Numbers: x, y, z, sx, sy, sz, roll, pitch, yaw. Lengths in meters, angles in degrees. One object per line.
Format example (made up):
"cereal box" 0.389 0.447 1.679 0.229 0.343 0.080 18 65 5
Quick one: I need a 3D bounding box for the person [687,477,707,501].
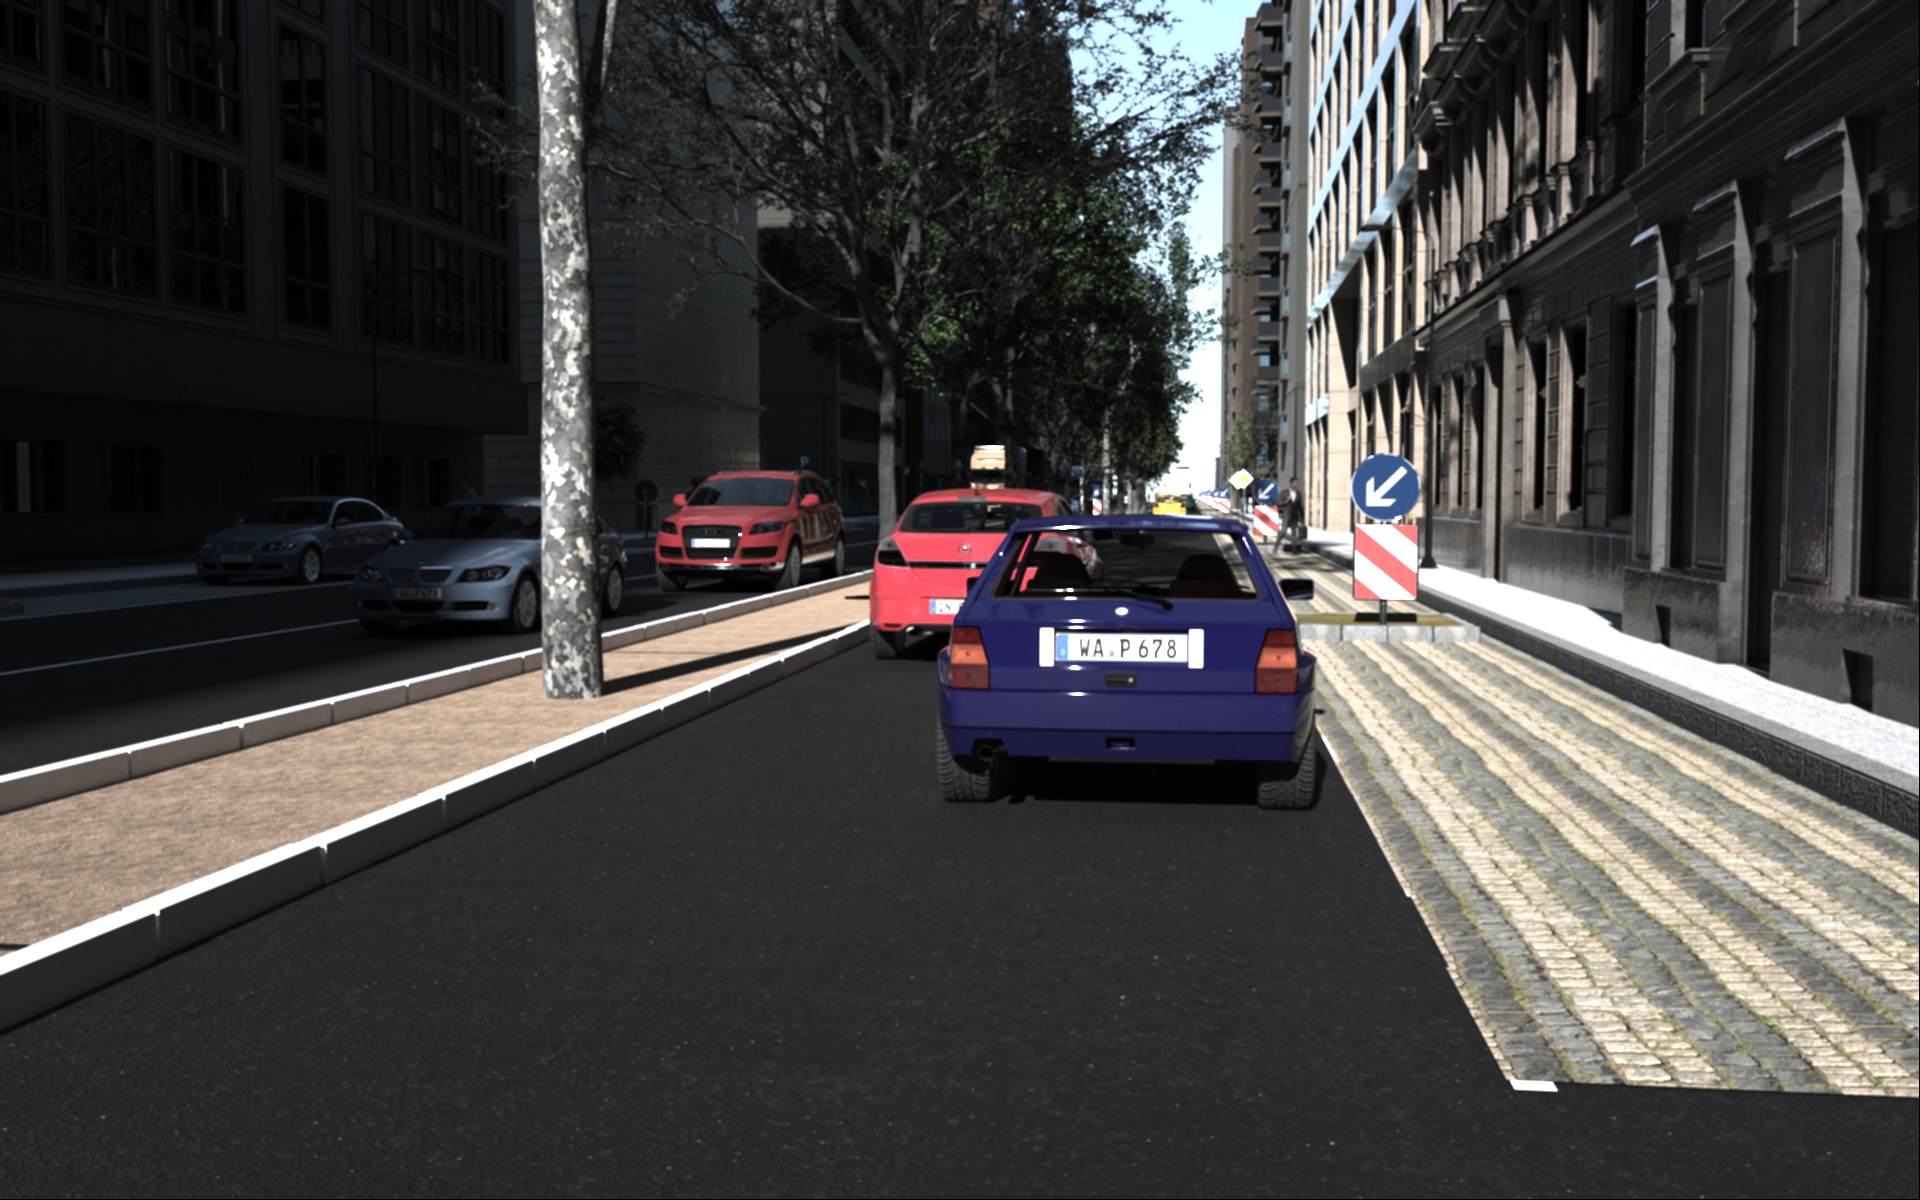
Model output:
"person" -5.978 -1.929 40.009 0.573 1.828 0.580 1 4 21

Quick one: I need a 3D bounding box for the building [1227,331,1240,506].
"building" 44.519 -21.449 195.731 27.650 21.520 28.899 0 4 8

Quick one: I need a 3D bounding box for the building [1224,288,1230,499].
"building" 43.987 -28.756 241.869 14.160 30.474 14.107 0 4 8

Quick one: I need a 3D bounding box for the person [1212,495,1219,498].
"person" 26.547 -10.489 180.540 0.990 1.755 0.434 -1 4 -16

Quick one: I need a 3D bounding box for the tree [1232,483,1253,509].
"tree" 25.150 -9.750 154.009 1.663 3.219 1.824 0 3 0

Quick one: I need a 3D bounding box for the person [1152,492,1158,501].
"person" 25.692 -13.354 227.558 1.217 1.743 0.721 -3 5 -39

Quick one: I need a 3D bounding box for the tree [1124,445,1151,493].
"tree" 14.877 -11.621 142.815 4.737 8.622 4.395 0 3 0

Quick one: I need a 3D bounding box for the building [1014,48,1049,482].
"building" -3.518 -38.000 210.533 28.713 52.752 27.495 0 4 8

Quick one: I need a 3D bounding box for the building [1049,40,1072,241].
"building" 9.550 -51.388 278.441 20.563 71.187 20.611 0 4 8

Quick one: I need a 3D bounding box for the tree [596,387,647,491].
"tree" -11.094 -4.207 52.497 4.285 4.588 4.351 0 3 0

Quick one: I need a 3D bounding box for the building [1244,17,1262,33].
"building" 33.023 -31.202 160.263 14.600 45.320 14.200 0 4 8

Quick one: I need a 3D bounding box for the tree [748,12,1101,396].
"tree" -0.174 -5.890 33.169 8.767 10.594 7.601 0 4 8

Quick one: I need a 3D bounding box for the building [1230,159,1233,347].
"building" 41.017 -34.703 217.497 14.600 45.320 14.200 0 4 8

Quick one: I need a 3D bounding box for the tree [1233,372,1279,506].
"tree" 18.417 -9.486 105.461 4.360 8.622 3.978 0 3 0

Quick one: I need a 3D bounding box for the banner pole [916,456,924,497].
"banner pole" -2.642 -7.548 113.425 0.401 3.779 0.863 3 5 43

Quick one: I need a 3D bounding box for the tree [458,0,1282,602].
"tree" -0.979 -6.751 23.212 12.009 13.543 11.850 0 3 0

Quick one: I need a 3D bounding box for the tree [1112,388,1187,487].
"tree" 15.595 -13.975 149.068 7.486 12.596 7.792 0 3 0

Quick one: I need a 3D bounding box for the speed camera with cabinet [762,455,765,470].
"speed camera with cabinet" -9.234 -5.714 87.751 2.038 3.252 0.660 0 4 7

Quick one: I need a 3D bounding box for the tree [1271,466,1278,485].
"tree" 19.097 -6.548 101.669 1.663 3.219 1.824 0 3 0

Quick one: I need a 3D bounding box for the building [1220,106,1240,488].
"building" 50.126 -44.028 261.850 21.231 58.520 28.212 0 4 8

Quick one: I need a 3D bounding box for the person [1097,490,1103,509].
"person" 14.069 -9.885 170.208 1.350 1.814 0.705 1 4 19

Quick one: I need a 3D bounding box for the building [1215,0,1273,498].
"building" 54.687 -59.829 290.880 22.319 86.520 31.000 0 4 8

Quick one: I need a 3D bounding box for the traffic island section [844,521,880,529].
"traffic island section" -4.307 -3.490 79.335 2.009 0.180 2.903 0 4 8

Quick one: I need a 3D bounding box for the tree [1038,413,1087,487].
"tree" 13.375 -19.002 228.815 7.486 12.596 7.792 0 3 0

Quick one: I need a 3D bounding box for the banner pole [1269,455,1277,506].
"banner pole" 20.002 -7.372 110.546 0.401 3.779 0.863 -2 4 -35

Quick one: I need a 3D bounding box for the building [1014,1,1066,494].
"building" 5.098 -57.442 251.854 22.319 86.520 31.000 0 4 8

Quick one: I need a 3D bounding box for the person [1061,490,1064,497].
"person" 9.576 -9.326 160.965 0.705 1.826 1.348 0 4 2

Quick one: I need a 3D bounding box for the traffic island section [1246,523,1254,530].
"traffic island section" 12.386 -3.354 77.113 2.009 0.180 2.903 0 4 8

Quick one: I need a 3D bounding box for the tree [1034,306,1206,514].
"tree" 9.239 -11.003 99.358 9.611 12.733 9.660 0 3 0

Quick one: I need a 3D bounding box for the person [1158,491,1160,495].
"person" 24.533 -12.479 212.401 0.599 1.838 0.709 1 4 10

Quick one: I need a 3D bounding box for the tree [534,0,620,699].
"tree" -1.635 -9.312 10.600 12.611 20.169 13.585 0 3 0

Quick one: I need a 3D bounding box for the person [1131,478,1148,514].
"person" 4.583 -2.208 44.485 0.514 1.842 0.818 2 4 34

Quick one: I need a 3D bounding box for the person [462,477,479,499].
"person" -9.950 -1.625 35.405 0.444 1.785 0.601 -1 4 -18

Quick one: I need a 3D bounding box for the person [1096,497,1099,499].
"person" 14.466 -10.597 182.681 0.541 1.710 0.530 -1 4 -9

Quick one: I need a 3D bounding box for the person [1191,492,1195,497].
"person" 38.468 -17.068 287.564 1.348 1.823 0.705 -2 4 -34

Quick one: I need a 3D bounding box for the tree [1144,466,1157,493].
"tree" 9.890 -9.401 106.531 4.360 8.622 3.978 0 3 0

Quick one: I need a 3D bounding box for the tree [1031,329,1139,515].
"tree" 4.707 -6.952 66.480 4.360 8.622 3.978 0 3 0

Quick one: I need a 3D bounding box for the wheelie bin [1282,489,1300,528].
"wheelie bin" 12.611 -3.557 66.061 0.693 1.594 0.980 0 4 5

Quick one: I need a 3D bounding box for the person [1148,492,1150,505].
"person" 24.477 -13.153 224.464 0.530 1.710 0.541 2 4 23

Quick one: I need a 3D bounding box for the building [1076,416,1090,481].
"building" 15.098 -39.517 296.220 14.600 45.320 14.200 0 4 8

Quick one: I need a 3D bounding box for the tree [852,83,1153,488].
"tree" 1.161 -6.977 42.284 9.928 11.665 9.643 0 3 0

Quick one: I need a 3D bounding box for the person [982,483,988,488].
"person" 0.769 -2.858 55.567 0.374 1.781 0.599 3 5 40

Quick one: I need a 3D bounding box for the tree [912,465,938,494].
"tree" -2.192 -7.393 115.480 1.663 3.219 1.824 0 3 0

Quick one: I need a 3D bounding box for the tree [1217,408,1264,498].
"tree" 23.873 -11.964 145.979 4.737 8.622 4.395 0 3 0

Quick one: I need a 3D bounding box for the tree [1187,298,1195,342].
"tree" 2.632 -6.983 51.047 8.767 10.594 7.601 0 4 8

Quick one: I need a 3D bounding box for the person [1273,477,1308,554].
"person" 7.807 -1.988 40.960 0.622 1.834 0.822 -2 4 -25
